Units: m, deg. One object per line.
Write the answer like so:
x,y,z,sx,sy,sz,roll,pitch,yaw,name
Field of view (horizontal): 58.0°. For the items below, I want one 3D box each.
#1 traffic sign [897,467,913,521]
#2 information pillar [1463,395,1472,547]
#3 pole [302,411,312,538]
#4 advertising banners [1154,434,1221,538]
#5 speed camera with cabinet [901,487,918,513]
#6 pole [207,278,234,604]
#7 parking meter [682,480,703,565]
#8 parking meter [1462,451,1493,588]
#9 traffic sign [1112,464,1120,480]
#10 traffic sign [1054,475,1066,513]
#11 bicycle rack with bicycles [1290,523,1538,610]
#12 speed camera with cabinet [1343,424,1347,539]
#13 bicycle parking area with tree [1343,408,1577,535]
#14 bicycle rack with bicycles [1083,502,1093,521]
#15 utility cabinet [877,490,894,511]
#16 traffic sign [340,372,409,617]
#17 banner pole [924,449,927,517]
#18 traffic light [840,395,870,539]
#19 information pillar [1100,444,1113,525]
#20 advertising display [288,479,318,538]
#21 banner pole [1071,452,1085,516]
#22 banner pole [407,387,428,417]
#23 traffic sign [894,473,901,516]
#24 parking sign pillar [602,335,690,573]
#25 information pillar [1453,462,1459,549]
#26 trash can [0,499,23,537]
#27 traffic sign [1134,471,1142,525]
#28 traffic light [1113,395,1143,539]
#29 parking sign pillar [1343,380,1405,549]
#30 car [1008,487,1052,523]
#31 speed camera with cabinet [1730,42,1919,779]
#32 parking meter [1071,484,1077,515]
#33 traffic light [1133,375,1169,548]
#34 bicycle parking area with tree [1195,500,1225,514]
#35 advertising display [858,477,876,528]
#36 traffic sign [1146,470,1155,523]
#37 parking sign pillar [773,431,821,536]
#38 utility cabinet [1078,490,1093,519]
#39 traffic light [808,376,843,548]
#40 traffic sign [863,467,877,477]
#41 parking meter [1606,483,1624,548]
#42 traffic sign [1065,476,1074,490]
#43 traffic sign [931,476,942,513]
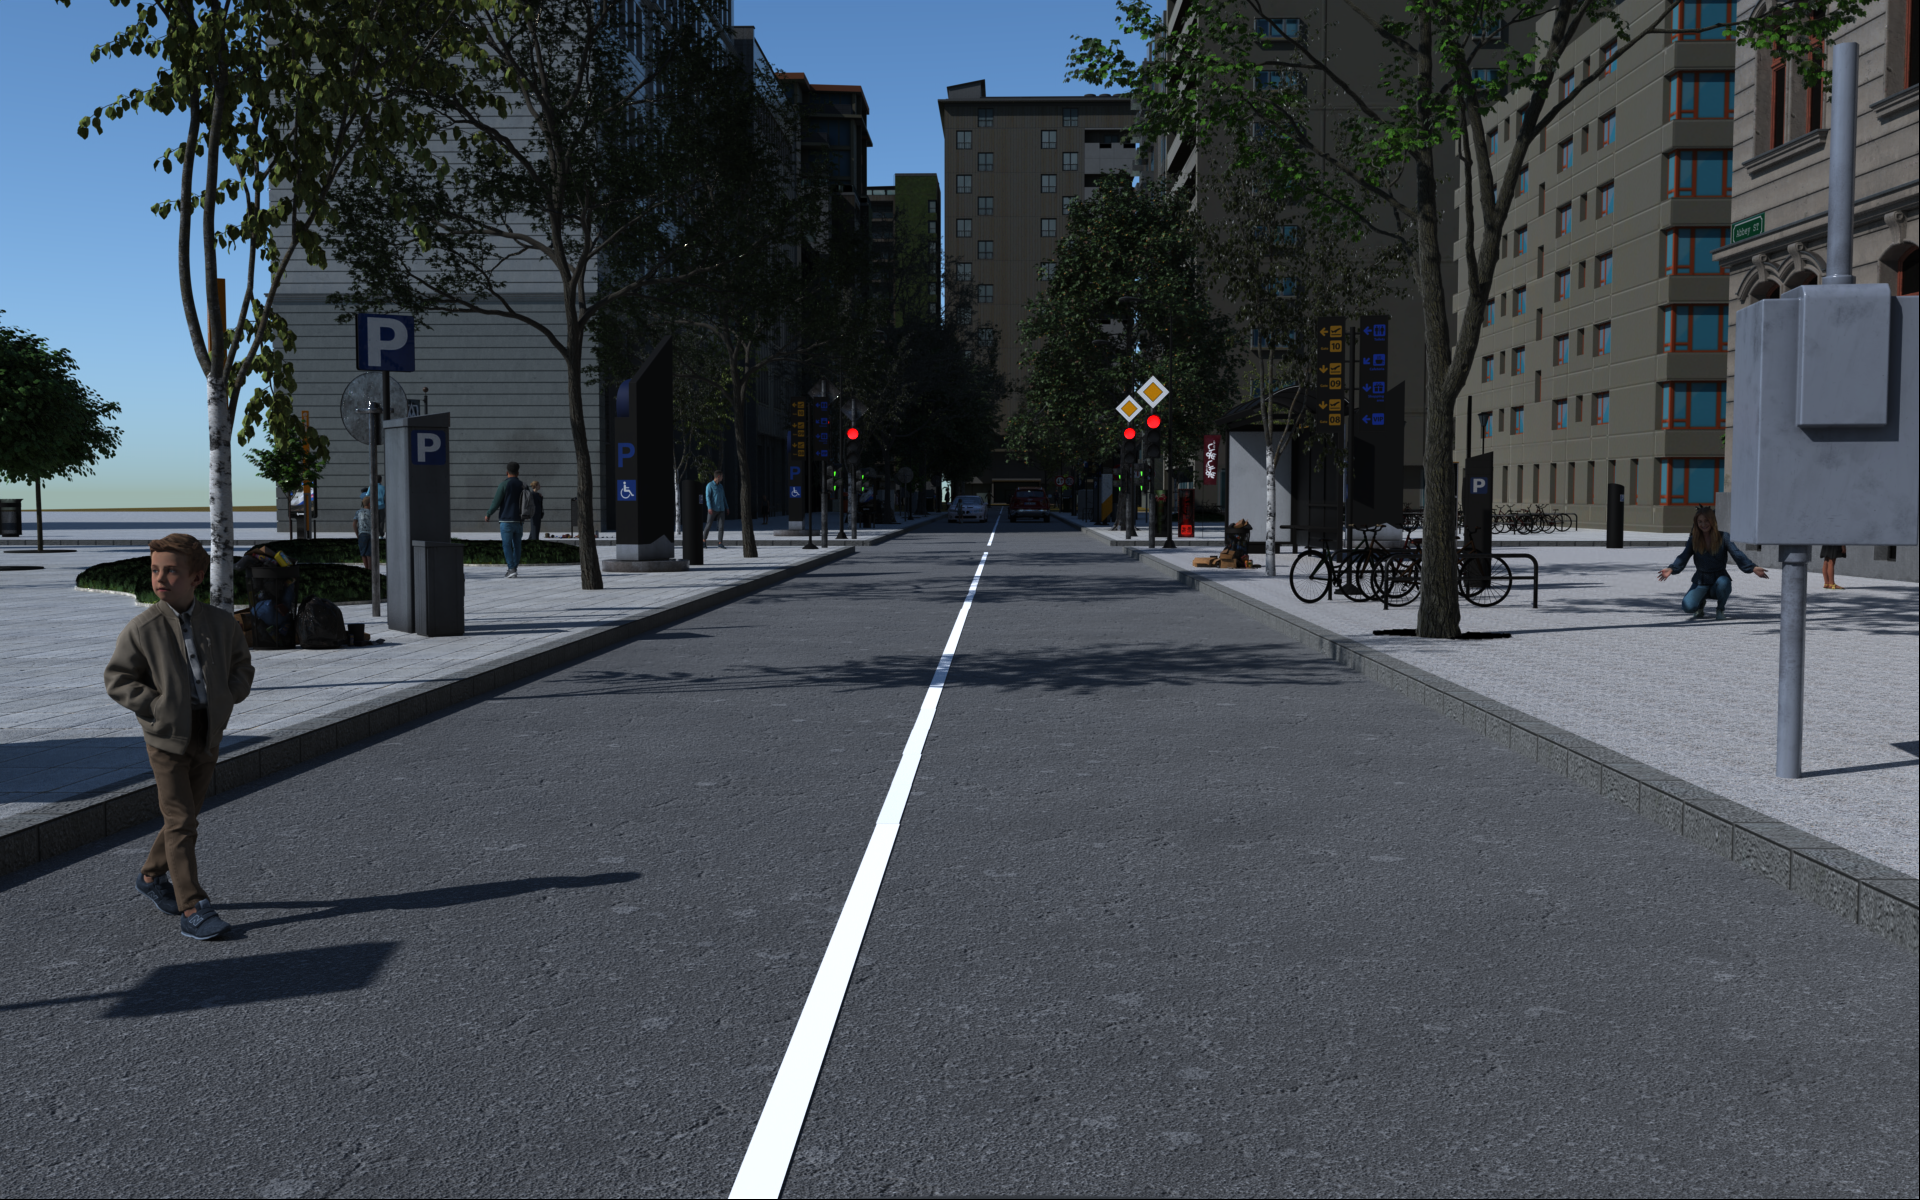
-2.562,-4.956,81.138,0.768,2.556,0.104,0,4,7,traffic sign
12.153,-3.061,41.408,0.183,3.616,0.504,1,4,14,information pillar
-16.016,-2.974,42.471,0.158,3.312,0.155,0,3,0,pole
6.652,-3.356,51.064,2.074,3.025,0.090,1,4,16,advertising banners
-3.172,-7.529,117.429,0.660,3.252,2.038,2,4,35,speed camera with cabinet
-7.045,-1.385,16.494,0.158,3.312,0.155,0,3,0,pole
-4.836,-1.402,31.340,0.372,1.533,0.369,0,3,0,parking meter
7.093,-1.105,23.777,0.399,1.863,0.255,1,4,14,parking meter
6.751,-4.433,72.585,0.768,2.556,0.104,1,4,10,traffic sign
6.812,-7.207,117.937,0.768,2.556,0.104,0,4,3,traffic sign
5.293,-0.422,20.282,2.925,0.926,2.852,0,4,-7,bicycle rack with bicycles
10.300,-3.311,48.471,2.038,3.252,0.660,-2,4,-27,speed camera with cabinet
16.926,-4.424,59.332,8.231,4.147,9.016,-3,5,-42,bicycle parking area with tree
7.189,-4.228,82.517,2.852,0.926,2.925,2,4,27,bicycle rack with bicycles
-3.768,-4.845,87.898,0.318,1.500,1.173,2,4,29,utility cabinet
-6.114,-1.099,18.068,0.768,2.556,0.104,1,4,10,traffic sign
-1.941,-6.530,96.781,0.401,3.779,0.863,0,4,-2,banner pole
-2.998,-3.689,49.237,0.839,4.253,0.868,0,4,2,traffic light
6.014,-4.871,70.991,0.504,3.616,0.183,-2,4,-26,information pillar
-18.824,-2.714,49.587,0.974,1.923,0.123,1,4,21,advertising display
6.932,-6.818,101.483,0.863,3.779,0.401,0,4,2,banner pole
-12.618,-3.080,40.370,0.401,3.779,0.863,3,4,37,banner pole
-3.443,-6.111,100.023,0.768,2.556,0.104,0,4,2,traffic sign
-5.261,-2.472,28.896,1.447,3.967,1.447,1,4,17,parking sign pillar
11.160,-2.145,39.561,0.304,2.012,0.304,-1,4,-22,information pillar
-28.409,-2.455,51.792,0.748,1.137,0.748,0,3,0,trash can
7.253,-4.385,71.798,0.768,2.556,0.104,1,4,9,traffic sign
4.760,-3.677,49.041,0.839,4.253,0.868,0,4,2,traffic light
9.887,-3.229,41.268,1.447,3.967,1.447,1,4,8,parking sign pillar
3.576,-4.882,88.497,2.281,1.827,5.304,0,4,2,car
4.610,-0.821,7.755,2.038,3.252,0.660,1,4,12,speed camera with cabinet
6.831,-5.990,103.643,0.255,1.863,0.399,1,4,17,parking meter
4.541,-3.189,41.058,0.839,4.253,0.868,0,4,2,traffic light
18.427,-6.790,98.018,9.016,4.147,8.231,-1,4,-13,bicycle parking area with tree
-3.520,-3.693,65.590,0.123,1.923,0.974,-3,5,-41,advertising display
8.329,-4.718,77.252,0.768,2.556,0.104,1,4,9,traffic sign
-5.008,-3.952,53.090,1.447,3.967,1.447,0,4,-1,parking sign pillar
6.434,-4.793,87.047,0.318,1.500,1.173,-3,5,-42,utility cabinet
-3.217,-3.201,41.255,0.839,4.253,0.868,0,4,2,traffic light
-4.335,-5.025,82.262,0.768,2.556,0.104,0,4,6,traffic sign
15.518,-1.994,41.006,0.372,1.533,0.369,0,3,0,parking meter
7.670,-7.414,121.325,0.768,2.556,0.104,0,4,6,traffic sign
-1.631,-7.291,119.314,0.768,2.556,0.104,0,4,4,traffic sign
